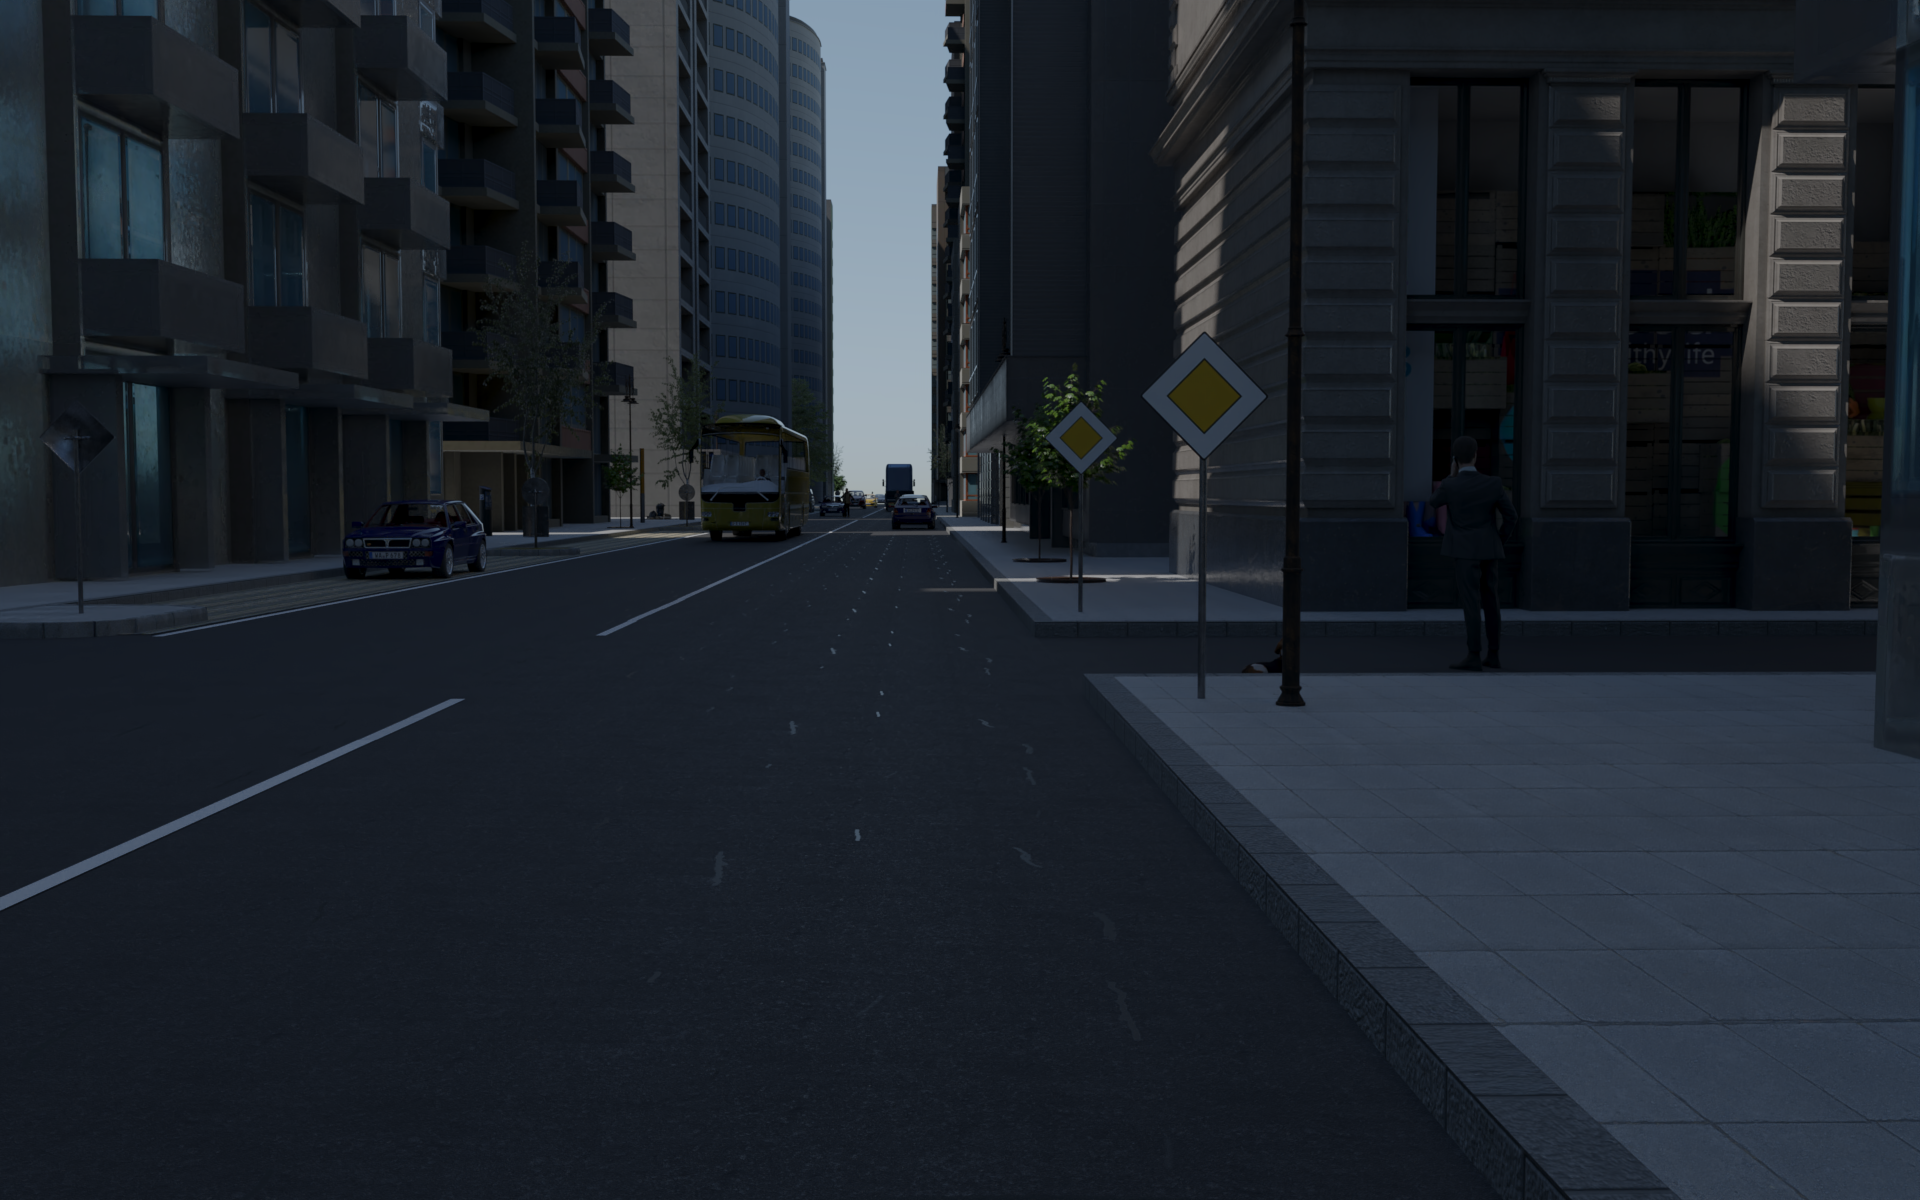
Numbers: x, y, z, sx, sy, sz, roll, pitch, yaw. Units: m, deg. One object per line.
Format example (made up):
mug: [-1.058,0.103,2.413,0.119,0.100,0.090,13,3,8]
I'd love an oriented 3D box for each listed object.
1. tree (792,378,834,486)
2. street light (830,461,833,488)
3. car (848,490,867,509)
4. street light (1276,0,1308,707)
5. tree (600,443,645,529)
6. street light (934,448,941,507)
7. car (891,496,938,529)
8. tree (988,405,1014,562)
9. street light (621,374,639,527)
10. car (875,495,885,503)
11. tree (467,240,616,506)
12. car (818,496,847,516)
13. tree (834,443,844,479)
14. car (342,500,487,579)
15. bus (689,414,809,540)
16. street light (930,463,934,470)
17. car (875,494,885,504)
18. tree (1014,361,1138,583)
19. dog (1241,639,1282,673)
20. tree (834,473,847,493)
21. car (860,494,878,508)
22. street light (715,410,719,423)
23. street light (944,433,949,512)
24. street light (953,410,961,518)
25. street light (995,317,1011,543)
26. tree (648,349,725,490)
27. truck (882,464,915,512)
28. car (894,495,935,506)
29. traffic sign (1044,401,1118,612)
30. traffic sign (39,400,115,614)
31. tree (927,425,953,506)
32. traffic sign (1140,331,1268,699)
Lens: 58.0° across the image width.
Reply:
tree: [-16.250,-15.399,169.904,7.486,12.596,7.792,0,3,0]
street light: [-16.834,-15.572,227.387,0.468,5.910,1.993,0,4,-1]
car: [-10.069,-9.678,166.912,2.281,1.827,5.304,0,4,-2]
street light: [2.010,-2.297,10.350,0.468,5.910,1.993,0,4,-1]
tree: [-12.612,-4.302,64.939,1.663,3.219,1.824,0,3,0]
street light: [-2.080,-12.060,169.967,0.468,5.910,1.993,0,4,-1]
car: [-1.911,-3.620,71.775,1.945,1.354,3.894,0,4,0]
tree: [1.567,-2.326,32.625,1.663,3.219,1.824,0,3,0]
street light: [-12.746,-5.763,67.006,0.468,5.910,1.993,0,4,-1]
car: [-10.843,-13.703,236.407,2.083,1.381,4.827,0,4,-3]
tree: [-12.482,-6.177,51.356,4.360,8.622,3.978,0,3,0]
car: [-8.229,-6.125,112.728,1.945,1.354,3.894,0,4,-2]
tree: [-18.164,-18.018,244.962,4.360,8.622,3.978,0,3,0]
car: [-9.517,-1.088,30.370,1.945,1.354,3.894,0,4,-3]
bus: [-6.628,-4.001,56.963,2.896,3.916,12.252,0,4,-1]
street light: [-2.990,-14.120,203.647,0.468,5.910,1.993,0,4,-1]
car: [-11.486,-14.428,247.689,2.131,1.459,4.920,0,4,-2]
tree: [1.763,-1.876,25.267,1.663,3.219,1.824,0,3,0]
dog: [2.295,0.436,13.069,0.748,0.427,0.550,1,4,14]
tree: [-17.896,-16.347,250.985,4.285,4.588,4.351,0,3,0]
car: [-9.492,-10.395,180.184,2.015,1.641,3.980,0,3,0]
street light: [-13.395,-7.507,95.529,0.468,5.910,1.993,0,4,-1]
street light: [-0.907,-9.095,121.487,0.468,5.910,1.993,0,4,-1]
street light: [-0.149,-7.385,93.534,0.468,5.910,1.993,0,4,-1]
street light: [1.160,-4.443,45.436,0.468,5.910,1.993,0,4,-1]
tree: [-13.999,-8.450,88.527,4.737,8.622,4.395,0,3,0]
truck: [-5.076,-9.652,147.562,2.967,4.110,18.799,0,4,-3]
car: [-2.181,-4.363,83.331,2.014,1.417,4.499,0,4,-1]
traffic sign: [1.308,-0.926,18.788,0.795,2.450,0.064,0,4,-1]
traffic sign: [-9.434,-0.911,18.534,0.795,2.450,0.064,0,4,-1]
tree: [-1.347,-14.085,180.655,4.360,8.622,3.978,0,3,0]
traffic sign: [1.512,-0.438,10.805,0.795,2.450,0.064,0,4,-1]
